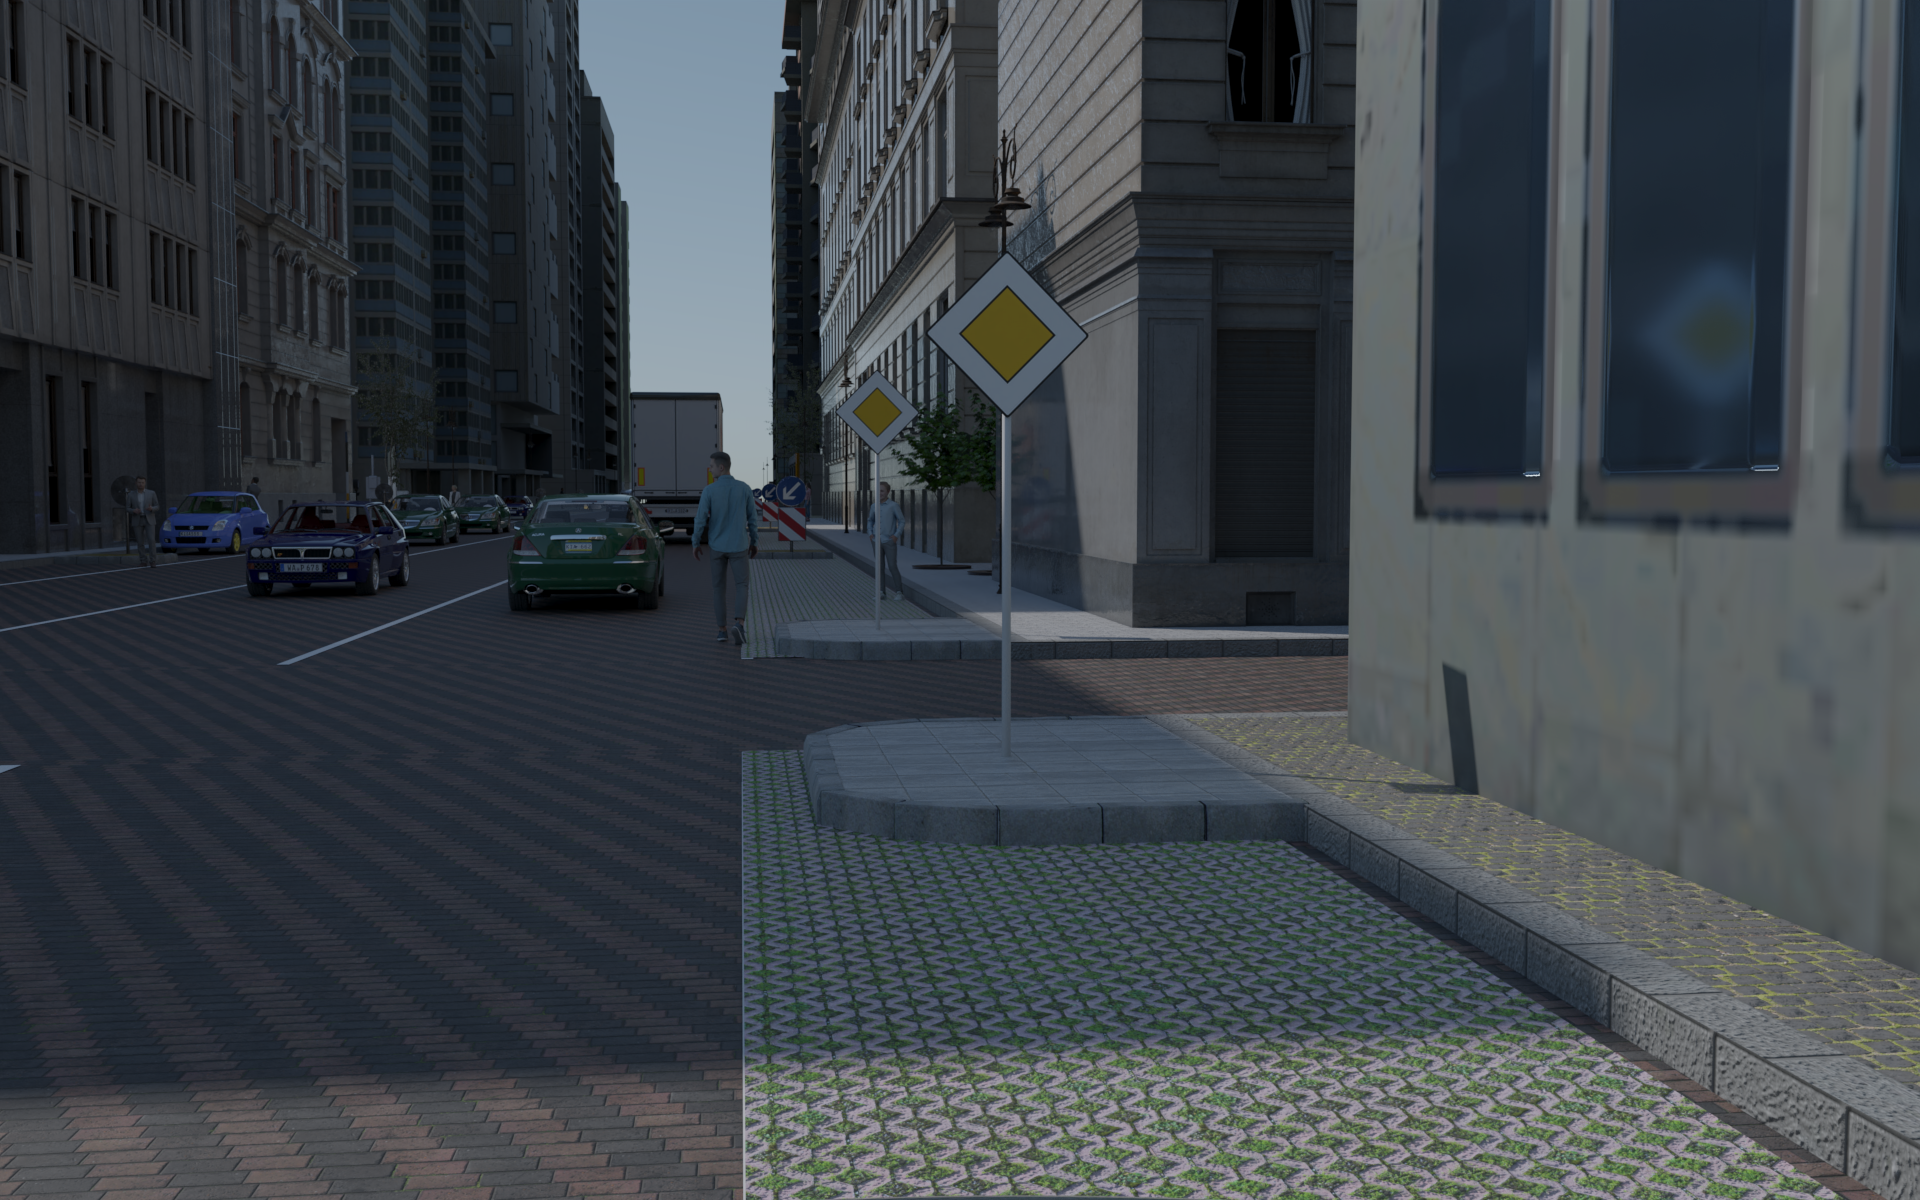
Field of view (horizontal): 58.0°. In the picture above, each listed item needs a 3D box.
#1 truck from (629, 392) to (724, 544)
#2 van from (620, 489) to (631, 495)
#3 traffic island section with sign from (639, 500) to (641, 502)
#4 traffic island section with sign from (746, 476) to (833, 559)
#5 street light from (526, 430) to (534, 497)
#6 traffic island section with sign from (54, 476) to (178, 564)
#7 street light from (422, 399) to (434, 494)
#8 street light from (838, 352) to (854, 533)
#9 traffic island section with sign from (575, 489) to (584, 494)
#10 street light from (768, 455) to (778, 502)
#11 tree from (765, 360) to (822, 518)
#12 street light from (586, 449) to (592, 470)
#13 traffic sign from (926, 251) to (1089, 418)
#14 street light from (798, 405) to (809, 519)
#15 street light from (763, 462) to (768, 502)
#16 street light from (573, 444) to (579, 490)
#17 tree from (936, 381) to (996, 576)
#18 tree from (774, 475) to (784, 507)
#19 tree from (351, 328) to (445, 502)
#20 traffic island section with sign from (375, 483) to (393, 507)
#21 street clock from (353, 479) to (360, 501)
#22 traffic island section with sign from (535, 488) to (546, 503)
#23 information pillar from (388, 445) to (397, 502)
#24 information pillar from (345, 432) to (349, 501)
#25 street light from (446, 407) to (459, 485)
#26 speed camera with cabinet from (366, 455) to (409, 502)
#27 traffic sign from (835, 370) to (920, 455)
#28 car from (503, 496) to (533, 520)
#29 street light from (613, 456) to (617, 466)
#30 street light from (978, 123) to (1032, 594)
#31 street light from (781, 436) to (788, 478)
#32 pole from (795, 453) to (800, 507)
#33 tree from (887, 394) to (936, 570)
[{"bbox_3d":[-8.512,-3.928,53.132,2.839,4.237,11.283,0,4,-7],"label":"truck"},{"bbox_3d":[-30.148,-9.187,157.219,2.013,2.044,4.112,-1,4,-9],"label":"van"},{"bbox_3d":[-41.186,-13.082,222.517,1.989,1.847,2.006,0,4,-7],"label":"traffic island section with sign"},{"bbox_3d":[-3.897,-1.843,38.769,1.989,1.847,2.006,0,4,-7],"label":"traffic island section with sign"},{"bbox_3d":[-30.860,-9.287,124.624,0.468,5.910,1.993,0,4,-7],"label":"street light"},{"bbox_3d":[-17.633,-1.697,36.367,1.989,1.847,2.006,0,4,-7],"label":"traffic island section with sign"},{"bbox_3d":[-25.555,-6.752,83.175,0.468,5.910,1.993,0,4,-7],"label":"street light"},{"bbox_3d":[-3.709,-5.118,56.465,0.468,5.910,1.993,0,4,-7],"label":"street light"},{"bbox_3d":[-30.776,-8.051,140.269,1.989,1.847,2.006,0,4,-7],"label":"traffic island section with sign"},{"bbox_3d":[-19.325,-12.626,179.226,0.468,5.910,1.993,0,4,-7],"label":"street light"},{"bbox_3d":[-8.424,-8.801,94.251,4.360,8.622,3.978,0,3,0],"label":"tree"},{"bbox_3d":[-36.983,-12.239,172.903,0.468,5.910,1.993,0,4,-7],"label":"street light"},{"bbox_3d":[0.247,-0.378,8.377,0.795,2.593,0.064,0,4,-7],"label":"traffic sign"},{"bbox_3d":[-8.115,-7.204,90.576,0.468,5.910,1.993,0,4,-7],"label":"street light"},{"bbox_3d":[-23.877,-14.792,214.635,0.468,5.910,1.993,0,4,-7],"label":"street light"},{"bbox_3d":[-35.196,-11.374,158.744,0.468,5.910,1.993,0,4,-7],"label":"street light"},{"bbox_3d":[0.681,-2.007,27.423,1.663,3.219,1.824,0,3,0],"label":"tree"},{"bbox_3d":[-18.263,-11.004,174.520,1.663,3.219,1.824,0,3,0],"label":"tree"},{"bbox_3d":[-25.428,-7.805,77.977,4.360,8.622,3.978,0,3,0],"label":"tree"},{"bbox_3d":[-21.018,-3.332,63.110,1.989,1.847,2.006,0,4,-7],"label":"traffic island section with sign"},{"bbox_3d":[-29.625,-4.920,85.007,0.358,2.002,0.471,-1,4,-10],"label":"street clock"},{"bbox_3d":[-27.315,-6.378,112.900,1.989,1.847,2.006,0,4,-7],"label":"traffic island section with sign"},{"bbox_3d":[-26.957,-5.564,82.322,0.504,3.616,0.183,2,4,28],"label":"information pillar"},{"bbox_3d":[-22.979,-4.501,64.946,0.183,3.616,0.504,-1,4,-21],"label":"information pillar"},{"bbox_3d":[-26.491,-7.200,90.507,0.468,5.910,1.993,0,4,-7],"label":"street light"},{"bbox_3d":[-29.145,-5.740,88.183,2.038,3.252,0.660,-1,4,-15],"label":"speed camera with cabinet"},{"bbox_3d":[-0.755,-0.863,16.299,0.795,2.593,0.064,0,4,-7],"label":"traffic sign"},{"bbox_3d":[-25.228,-5.240,98.246,1.945,1.354,3.894,0,4,-7],"label":"car"},{"bbox_3d":[-41.330,-14.352,207.444,0.468,5.910,1.993,0,4,-7],"label":"street light"},{"bbox_3d":[0.560,-3.017,22.115,0.468,5.910,1.993,0,4,-7],"label":"street light"},{"bbox_3d":[-13.425,-9.761,132.376,0.468,5.910,1.993,0,4,-7],"label":"street light"},{"bbox_3d":[-8.054,-5.633,85.937,0.158,3.312,0.155,0,3,0],"label":"pole"},{"bbox_3d":[-0.443,-2.147,29.703,1.663,3.219,1.824,0,3,0],"label":"tree"}]
